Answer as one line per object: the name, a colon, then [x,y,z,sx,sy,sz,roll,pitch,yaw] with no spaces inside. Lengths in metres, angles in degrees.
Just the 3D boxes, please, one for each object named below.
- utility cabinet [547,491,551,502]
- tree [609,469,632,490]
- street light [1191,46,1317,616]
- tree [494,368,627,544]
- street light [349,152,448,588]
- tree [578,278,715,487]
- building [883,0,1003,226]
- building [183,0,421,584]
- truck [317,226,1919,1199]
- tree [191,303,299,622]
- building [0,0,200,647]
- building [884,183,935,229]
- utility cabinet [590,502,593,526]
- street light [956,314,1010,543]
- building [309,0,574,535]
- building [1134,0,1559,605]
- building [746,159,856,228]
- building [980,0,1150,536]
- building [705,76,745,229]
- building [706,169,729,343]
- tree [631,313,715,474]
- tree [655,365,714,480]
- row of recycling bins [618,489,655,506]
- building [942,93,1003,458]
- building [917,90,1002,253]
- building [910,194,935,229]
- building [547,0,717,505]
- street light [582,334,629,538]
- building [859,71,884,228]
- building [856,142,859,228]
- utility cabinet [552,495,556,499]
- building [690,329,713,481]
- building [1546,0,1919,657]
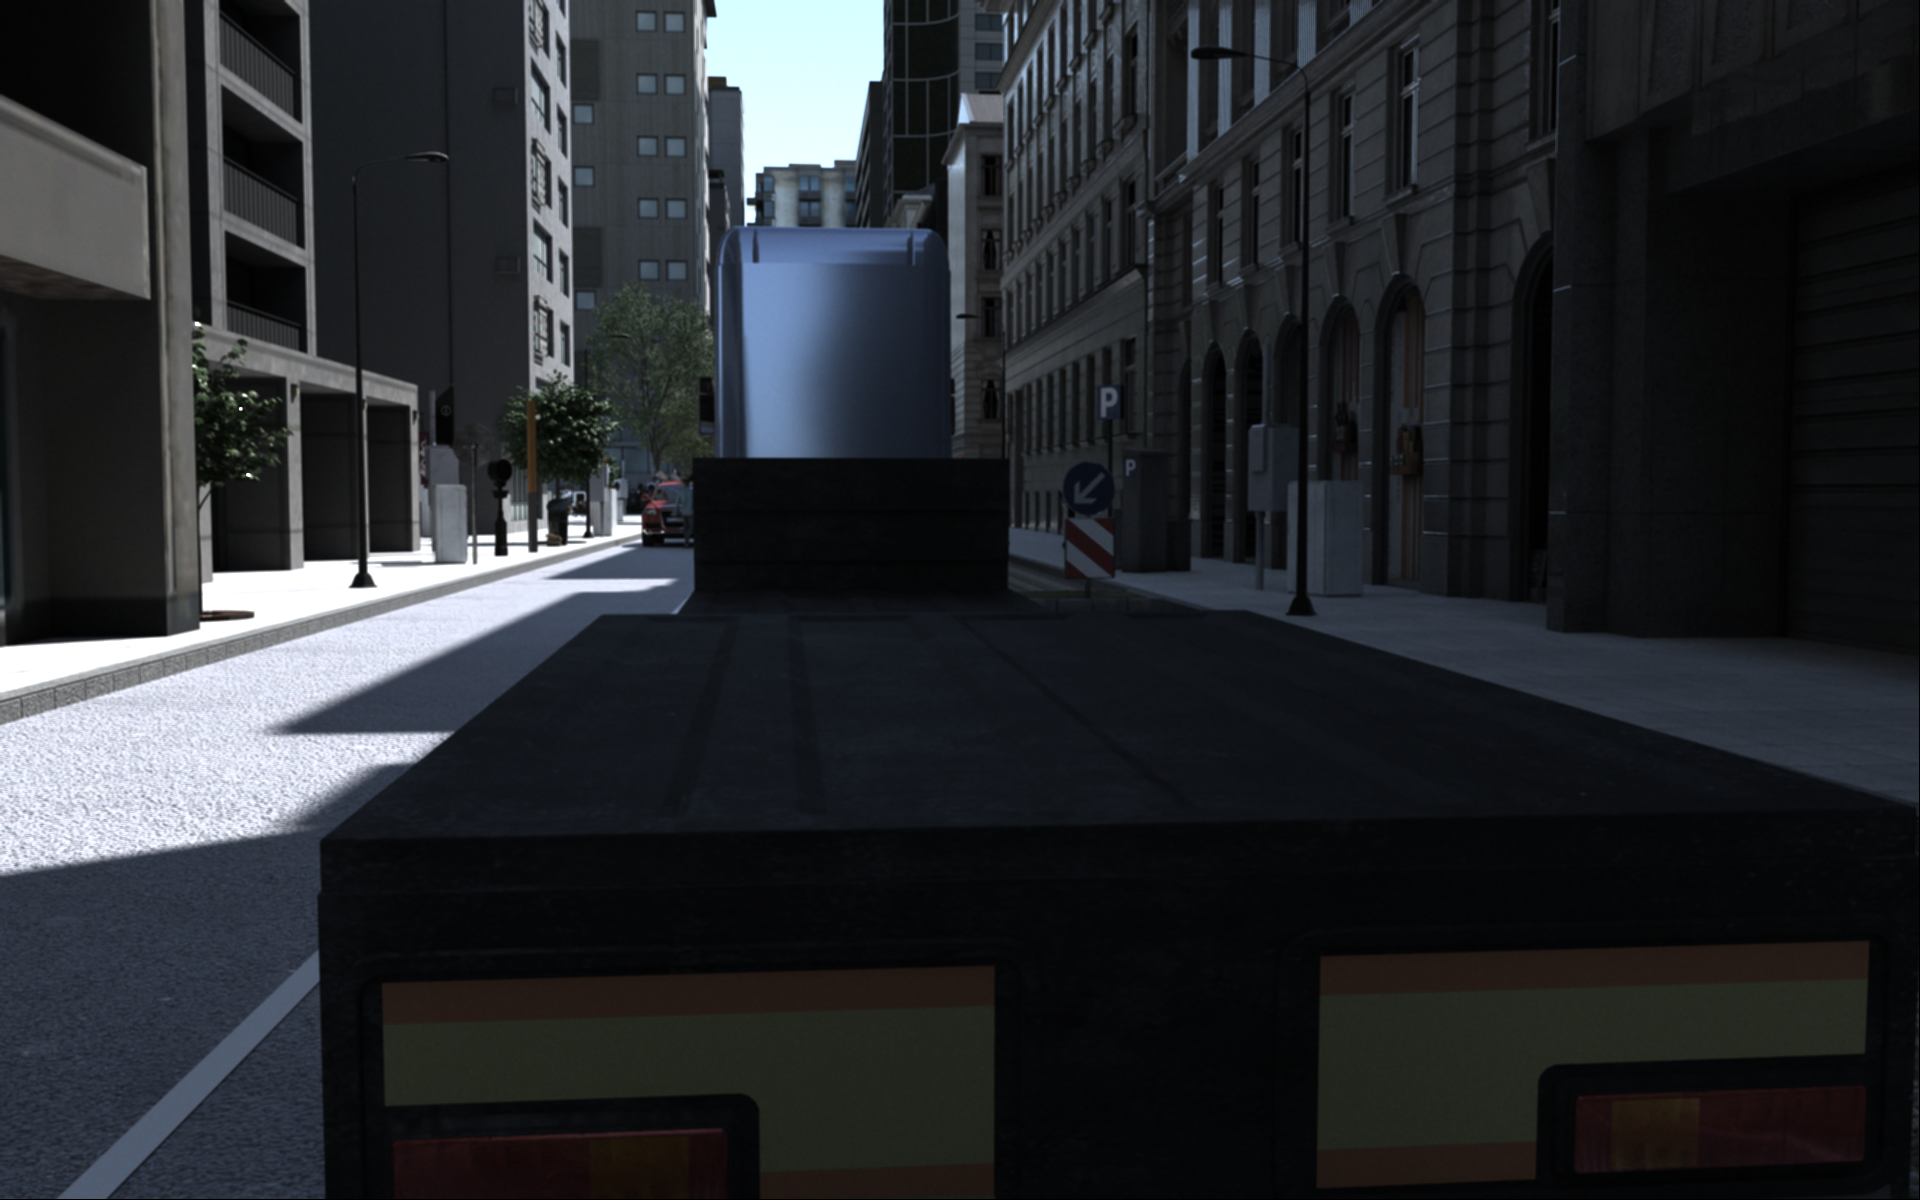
utility cabinet: [-30.616,-7.251,127.233,1.173,1.500,0.318,1,4,10]
tree: [-26.521,-8.631,135.719,1.663,3.219,1.824,0,3,0]
street light: [3.087,-2.791,18.173,1.470,5.913,1.316,0,4,-5]
tree: [-10.460,-3.774,45.414,4.285,4.588,4.351,0,3,0]
street light: [-7.662,-3.127,23.668,1.470,5.913,1.316,0,4,-5]
tree: [-14.971,-9.731,84.851,9.928,11.665,9.643,0,3,0]
building: [0.823,-45.027,174.448,20.563,71.187,20.611,0,4,-5]
building: [-21.924,-36.286,31.528,20.563,71.187,20.611,0,4,-5]
truck: [-0.674,-1.347,11.787,2.967,4.110,18.799,0,4,-6]
tree: [-7.773,-1.408,17.627,1.663,3.219,1.824,0,3,0]
building: [-16.828,-23.230,3.519,21.300,48.544,21.600,0,4,-5]
building: [1.034,-21.786,143.588,14.401,28.519,23.554,0,4,-5]
utility cabinet: [-14.696,-3.587,69.813,0.306,1.237,1.020,-2,4,-25]
street light: [0.596,-4.422,44.840,1.470,5.913,1.316,0,4,-5]
building: [-20.958,-22.983,59.366,14.086,41.232,14.154,0,4,-5]
building: [11.227,-11.415,28.443,13.314,21.916,24.055,0,4,-5]
building: [-15.361,-38.604,250.790,30.456,49.044,23.786,0,4,-5]
building: [10.244,-13.588,55.446,16.112,22.955,30.059,0,4,-5]
building: [-44.715,-43.090,246.512,28.212,58.520,21.231,0,4,-5]
building: [-36.130,-32.744,218.952,14.086,41.232,14.154,0,4,-5]
tree: [-16.713,-11.657,108.723,7.486,12.596,7.792,0,3,0]
tree: [-15.588,-9.104,99.215,4.737,8.622,4.395,0,3,0]
row of recycling bins: [-24.289,-7.559,130.695,3.534,1.692,1.069,-1,4,-18]
building: [8.579,-14.532,86.742,18.267,20.994,9.793,0,4,-5]
building: [4.131,-16.768,103.833,12.332,23.373,15.834,0,4,-5]
building: [2.106,-17.930,122.040,11.050,23.489,19.941,0,4,-5]
building: [-37.910,-35.201,164.771,28.713,52.752,27.495,0,4,-5]
street light: [-10.287,-4.757,50.322,1.470,5.913,1.316,0,4,-5]
building: [-0.002,-35.016,196.221,21.300,48.544,21.600,0,4,-5]
building: [-2.030,-36.339,217.845,21.300,48.544,21.600,0,4,-5]
utility cabinet: [-29.018,-7.002,125.643,1.020,1.237,0.306,0,4,7]
building: [-41.319,-21.344,194.015,27.650,21.520,28.899,0,4,-5]
building: [12.449,-11.515,6.289,12.078,24.808,19.932,0,4,-5]
